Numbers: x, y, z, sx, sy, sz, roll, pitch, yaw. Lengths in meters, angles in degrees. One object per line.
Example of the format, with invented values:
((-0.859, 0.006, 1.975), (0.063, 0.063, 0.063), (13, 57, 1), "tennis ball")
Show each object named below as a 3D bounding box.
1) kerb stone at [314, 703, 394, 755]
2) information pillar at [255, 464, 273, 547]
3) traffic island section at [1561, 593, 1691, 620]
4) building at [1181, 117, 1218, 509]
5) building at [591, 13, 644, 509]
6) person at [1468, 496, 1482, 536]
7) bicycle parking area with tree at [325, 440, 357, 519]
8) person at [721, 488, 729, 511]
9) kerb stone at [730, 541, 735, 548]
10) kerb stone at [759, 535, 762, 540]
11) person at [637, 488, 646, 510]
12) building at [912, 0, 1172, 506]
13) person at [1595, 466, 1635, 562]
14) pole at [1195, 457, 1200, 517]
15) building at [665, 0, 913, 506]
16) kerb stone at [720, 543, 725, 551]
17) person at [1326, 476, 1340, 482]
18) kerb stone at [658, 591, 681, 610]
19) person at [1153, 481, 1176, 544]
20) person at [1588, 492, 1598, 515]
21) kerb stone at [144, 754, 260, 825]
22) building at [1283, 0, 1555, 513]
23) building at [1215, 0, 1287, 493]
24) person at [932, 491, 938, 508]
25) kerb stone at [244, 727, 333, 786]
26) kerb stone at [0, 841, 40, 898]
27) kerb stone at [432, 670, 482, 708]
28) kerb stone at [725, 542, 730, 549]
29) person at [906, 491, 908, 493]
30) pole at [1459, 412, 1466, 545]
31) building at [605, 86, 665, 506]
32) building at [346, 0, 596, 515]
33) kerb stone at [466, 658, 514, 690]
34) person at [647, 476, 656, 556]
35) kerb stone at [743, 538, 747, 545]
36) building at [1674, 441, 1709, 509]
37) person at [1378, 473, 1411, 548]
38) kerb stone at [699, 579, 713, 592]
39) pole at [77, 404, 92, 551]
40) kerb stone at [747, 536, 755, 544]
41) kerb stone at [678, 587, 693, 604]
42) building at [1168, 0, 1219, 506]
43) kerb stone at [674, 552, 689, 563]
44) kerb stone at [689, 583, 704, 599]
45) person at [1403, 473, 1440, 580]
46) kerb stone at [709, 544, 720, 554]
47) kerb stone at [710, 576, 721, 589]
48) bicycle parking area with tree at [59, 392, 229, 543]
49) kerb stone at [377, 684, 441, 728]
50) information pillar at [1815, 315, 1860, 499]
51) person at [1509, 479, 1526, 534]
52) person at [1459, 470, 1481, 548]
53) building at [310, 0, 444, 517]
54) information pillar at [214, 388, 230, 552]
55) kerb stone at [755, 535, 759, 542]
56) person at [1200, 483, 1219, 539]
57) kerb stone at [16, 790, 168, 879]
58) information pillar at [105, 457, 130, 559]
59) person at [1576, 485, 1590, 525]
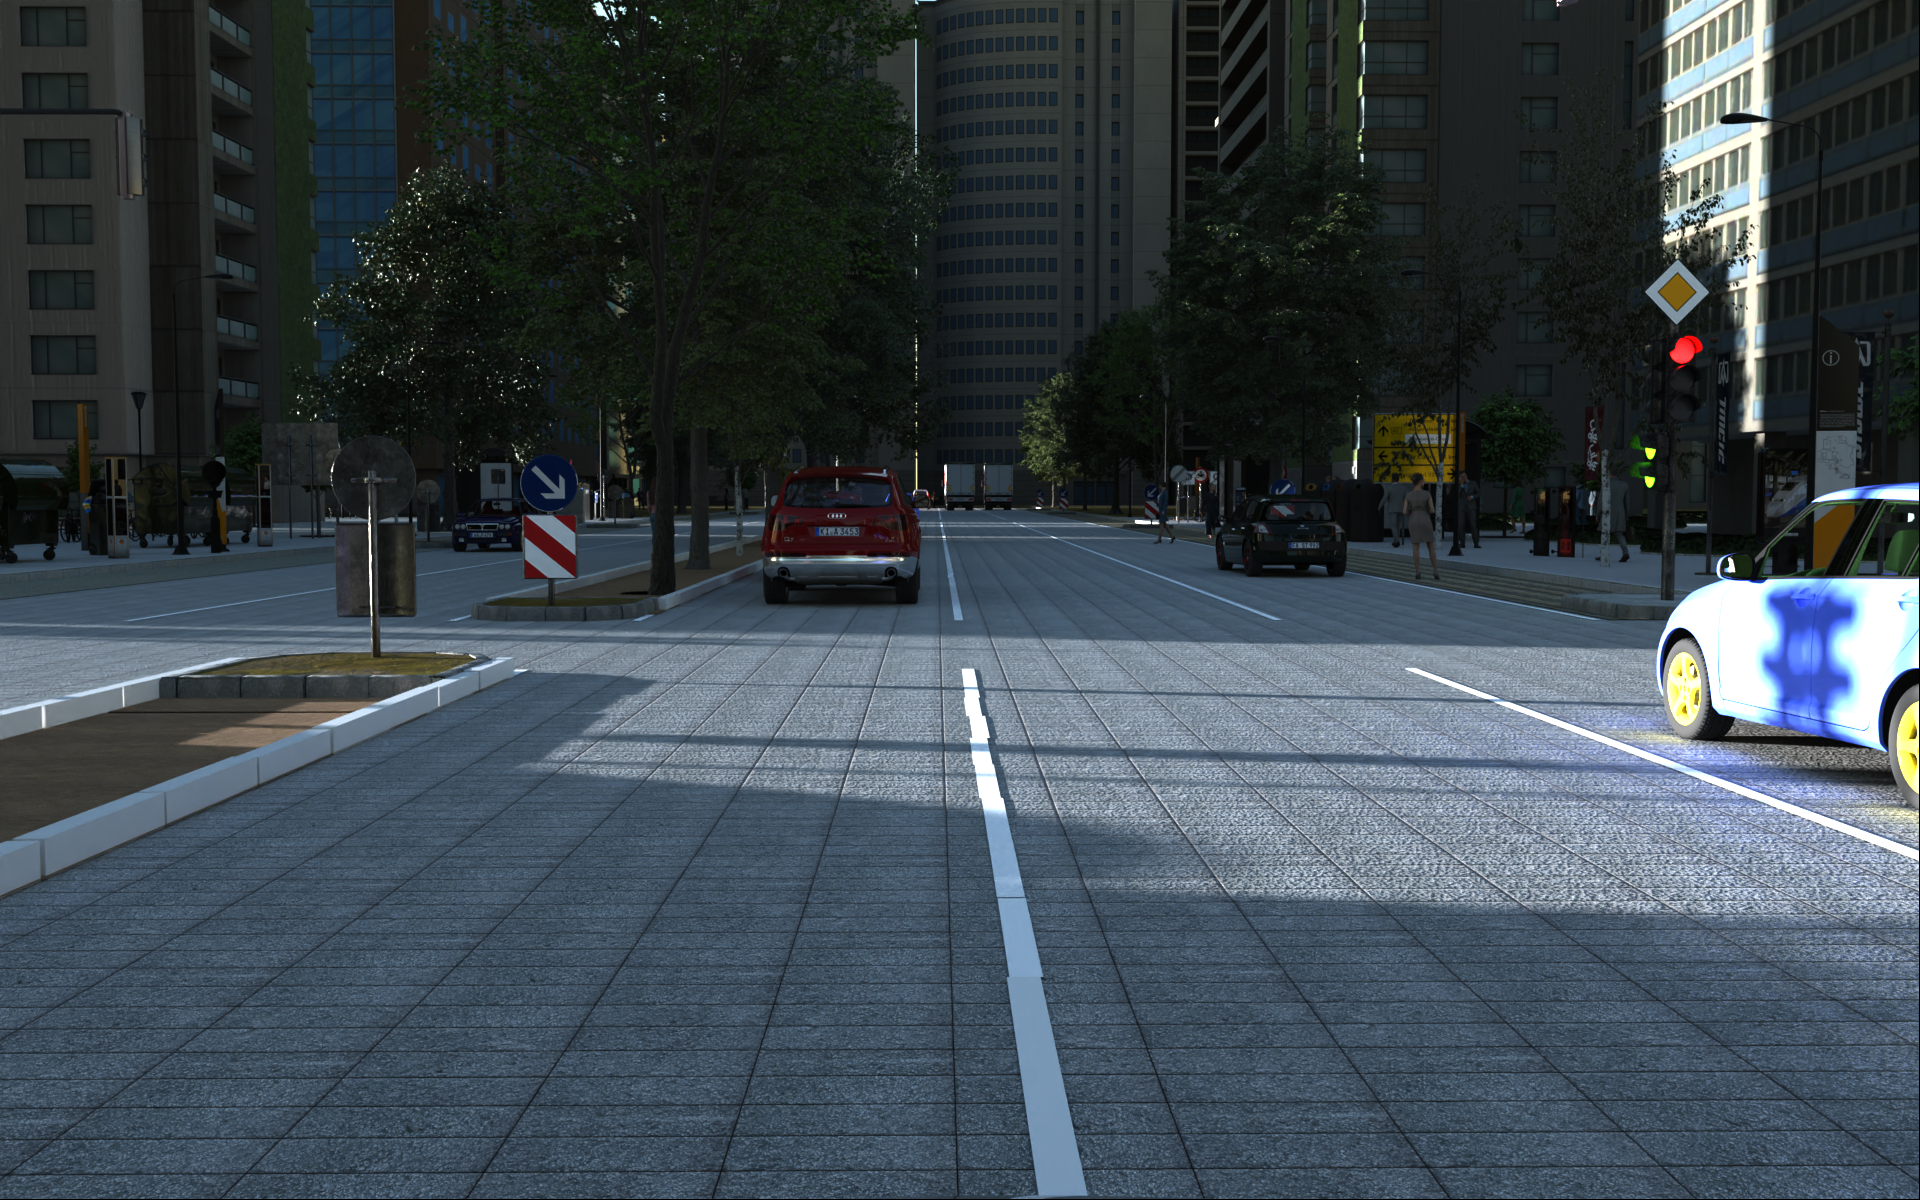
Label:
((-3.509, 0.745, 10.014), (0.120, 0.150, 1.000), (0, 4, -1), "kerb stone")
((-16.953, -2.306, 42.189), (0.304, 2.012, 0.304), (-2, 4, -34), "information pillar")
((8.578, 0.081, 20.951), (2.009, 0.180, 2.903), (0, 4, -1), "traffic island section")
((36.000, -27.967, 149.135), (32.217, 40.220, 23.993), (0, 4, -1), "building")
((-43.655, -30.220, 148.720), (28.867, 44.769, 22.147), (0, 4, -1), "building")
((15.881, -2.782, 53.335), (0.330, 1.601, 0.589), (3, 5, 41), "person")
((-35.323, -6.394, 91.546), (8.231, 4.147, 9.016), (0, 4, 3), "bicycle parking area with tree")
((-18.245, -7.818, 134.588), (0.721, 1.735, 1.217), (1, 4, 17), "person")
((-6.096, -1.419, 45.401), (0.120, 0.150, 1.000), (0, 4, -1), "kerb stone")
((-6.199, -1.858, 52.576), (0.120, 0.150, 1.000), (0, 4, -1), "kerb stone")
((-25.835, -8.186, 140.327), (0.683, 1.767, 0.568), (-2, 4, -25), "person")
((9.033, -40.311, 201.086), (28.212, 58.520, 21.231), (0, 4, -1), "building")
((12.364, -1.629, 32.786), (0.694, 1.812, 0.767), (-1, 4, -11), "person")
((13.196, -6.262, 96.234), (0.158, 3.312, 0.155), (0, 3, 0), "pole")
((-19.167, -40.243, 199.979), (28.212, 58.520, 21.231), (0, 4, -1), "building")
((-6.071, -1.294, 43.350), (0.120, 0.150, 1.000), (0, 4, -1), "kerb stone")
((11.139, -2.806, 51.895), (0.580, 1.828, 0.573), (2, 4, 25), "person")
((-3.681, 0.023, 21.827), (0.120, 0.150, 1.000), (0, 4, -1), "kerb stone")
((5.918, -2.543, 50.094), (0.654, 1.822, 0.581), (1, 4, 9), "person")
((26.579, -4.075, 72.845), (0.590, 1.801, 0.661), (1, 4, 19), "person")
((-3.489, 0.870, 7.968), (0.120, 0.150, 1.000), (0, 4, -1), "kerb stone")
((27.340, -25.983, 108.419), (14.154, 41.232, 14.086), (0, 4, -1), "building")
((31.073, -30.725, 126.058), (21.300, 48.544, 21.600), (0, 4, -1), "building")
((-2.492, -9.968, 172.193), (0.721, 1.735, 1.217), (2, 4, 28), "person")
((-3.503, 0.814, 8.992), (0.120, 0.150, 1.000), (0, 4, -1), "kerb stone")
((-3.457, 0.996, 5.910), (0.120, 0.150, 1.000), (0, 4, -1), "kerb stone")
((-3.545, 0.628, 12.073), (0.120, 0.150, 1.000), (0, 4, -1), "kerb stone")
((-6.086, -1.357, 44.378), (0.120, 0.150, 1.000), (0, 4, -1), "kerb stone")
((-5.048, -9.486, 164.308), (1.217, 1.735, 0.721), (-1, 4, -10), "person")
((12.464, -3.010, 43.063), (0.158, 3.312, 0.155), (0, 3, 0), "pole")
((-48.510, -35.544, 200.750), (30.456, 49.044, 23.786), (0, 4, -1), "building")
((-35.948, -29.367, 130.260), (14.600, 45.320, 14.200), (0, 4, -1), "building")
((-3.555, 0.557, 13.095), (0.120, 0.150, 1.000), (0, 4, -1), "kerb stone")
((-6.632, -1.809, 38.086), (0.555, 1.821, 0.388), (2, 4, 28), "person")
((-6.141, -1.607, 48.468), (0.120, 0.150, 1.000), (0, 4, -1), "kerb stone")
((68.265, -28.815, 154.714), (14.086, 41.232, 14.154), (0, 4, -1), "building")
((10.481, -2.164, 41.695), (0.678, 1.792, 0.850), (0, 4, -6), "person")
((-3.719, -0.165, 24.896), (0.120, 0.150, 1.000), (0, 4, -1), "kerb stone")
((-19.831, -2.777, 39.239), (0.158, 3.312, 0.155), (0, 3, 0), "pole")
((-6.175, -1.733, 50.528), (0.120, 0.150, 1.000), (0, 4, -1), "kerb stone")
((-3.686, -0.040, 22.851), (0.120, 0.150, 1.000), (0, 4, -1), "kerb stone")
((34.266, -46.558, 199.473), (20.611, 71.187, 20.563), (0, 4, -1), "building")
((-5.983, -0.913, 37.166), (0.120, 0.150, 1.000), (0, 4, -1), "kerb stone")
((-3.697, -0.103, 23.874), (0.120, 0.150, 1.000), (0, 4, -1), "kerb stone")
((7.704, -1.225, 28.877), (0.599, 1.781, 0.374), (1, 4, 20), "person")
((-6.059, -1.231, 42.324), (0.120, 0.150, 1.000), (0, 4, -1), "kerb stone")
((-3.737, -0.226, 25.927), (0.120, 0.150, 1.000), (0, 4, -1), "kerb stone")
((-25.636, -3.760, 48.478), (8.231, 4.147, 9.016), (1, 4, 13), "bicycle parking area with tree")
((-3.530, 0.682, 11.038), (0.120, 0.150, 1.000), (0, 4, -1), "kerb stone")
((11.465, -1.918, 22.707), (0.504, 3.616, 0.183), (1, 4, 18), "information pillar")
((18.131, -3.057, 56.272), (0.600, 1.795, 0.529), (-3, 5, -41), "person")
((12.062, -2.158, 41.126), (0.655, 1.846, 0.447), (1, 4, 23), "person")
((-35.677, -28.500, 116.089), (14.600, 45.320, 14.200), (0, 4, -1), "building")
((-16.489, -2.891, 38.620), (0.183, 3.616, 0.504), (-3, 4, -36), "information pillar")
((-6.182, -1.792, 51.550), (0.120, 0.150, 1.000), (0, 4, -1), "kerb stone")
((7.960, -2.828, 55.158), (0.576, 1.772, 0.534), (-2, 4, -31), "person")
((-3.472, 0.933, 6.946), (0.120, 0.150, 1.000), (0, 4, -1), "kerb stone")
((-16.803, -1.837, 34.535), (0.304, 2.012, 0.304), (3, 5, 39), "information pillar")
((19.595, -2.953, 54.587), (0.793, 1.790, 0.793), (2, 4, 33), "person")
